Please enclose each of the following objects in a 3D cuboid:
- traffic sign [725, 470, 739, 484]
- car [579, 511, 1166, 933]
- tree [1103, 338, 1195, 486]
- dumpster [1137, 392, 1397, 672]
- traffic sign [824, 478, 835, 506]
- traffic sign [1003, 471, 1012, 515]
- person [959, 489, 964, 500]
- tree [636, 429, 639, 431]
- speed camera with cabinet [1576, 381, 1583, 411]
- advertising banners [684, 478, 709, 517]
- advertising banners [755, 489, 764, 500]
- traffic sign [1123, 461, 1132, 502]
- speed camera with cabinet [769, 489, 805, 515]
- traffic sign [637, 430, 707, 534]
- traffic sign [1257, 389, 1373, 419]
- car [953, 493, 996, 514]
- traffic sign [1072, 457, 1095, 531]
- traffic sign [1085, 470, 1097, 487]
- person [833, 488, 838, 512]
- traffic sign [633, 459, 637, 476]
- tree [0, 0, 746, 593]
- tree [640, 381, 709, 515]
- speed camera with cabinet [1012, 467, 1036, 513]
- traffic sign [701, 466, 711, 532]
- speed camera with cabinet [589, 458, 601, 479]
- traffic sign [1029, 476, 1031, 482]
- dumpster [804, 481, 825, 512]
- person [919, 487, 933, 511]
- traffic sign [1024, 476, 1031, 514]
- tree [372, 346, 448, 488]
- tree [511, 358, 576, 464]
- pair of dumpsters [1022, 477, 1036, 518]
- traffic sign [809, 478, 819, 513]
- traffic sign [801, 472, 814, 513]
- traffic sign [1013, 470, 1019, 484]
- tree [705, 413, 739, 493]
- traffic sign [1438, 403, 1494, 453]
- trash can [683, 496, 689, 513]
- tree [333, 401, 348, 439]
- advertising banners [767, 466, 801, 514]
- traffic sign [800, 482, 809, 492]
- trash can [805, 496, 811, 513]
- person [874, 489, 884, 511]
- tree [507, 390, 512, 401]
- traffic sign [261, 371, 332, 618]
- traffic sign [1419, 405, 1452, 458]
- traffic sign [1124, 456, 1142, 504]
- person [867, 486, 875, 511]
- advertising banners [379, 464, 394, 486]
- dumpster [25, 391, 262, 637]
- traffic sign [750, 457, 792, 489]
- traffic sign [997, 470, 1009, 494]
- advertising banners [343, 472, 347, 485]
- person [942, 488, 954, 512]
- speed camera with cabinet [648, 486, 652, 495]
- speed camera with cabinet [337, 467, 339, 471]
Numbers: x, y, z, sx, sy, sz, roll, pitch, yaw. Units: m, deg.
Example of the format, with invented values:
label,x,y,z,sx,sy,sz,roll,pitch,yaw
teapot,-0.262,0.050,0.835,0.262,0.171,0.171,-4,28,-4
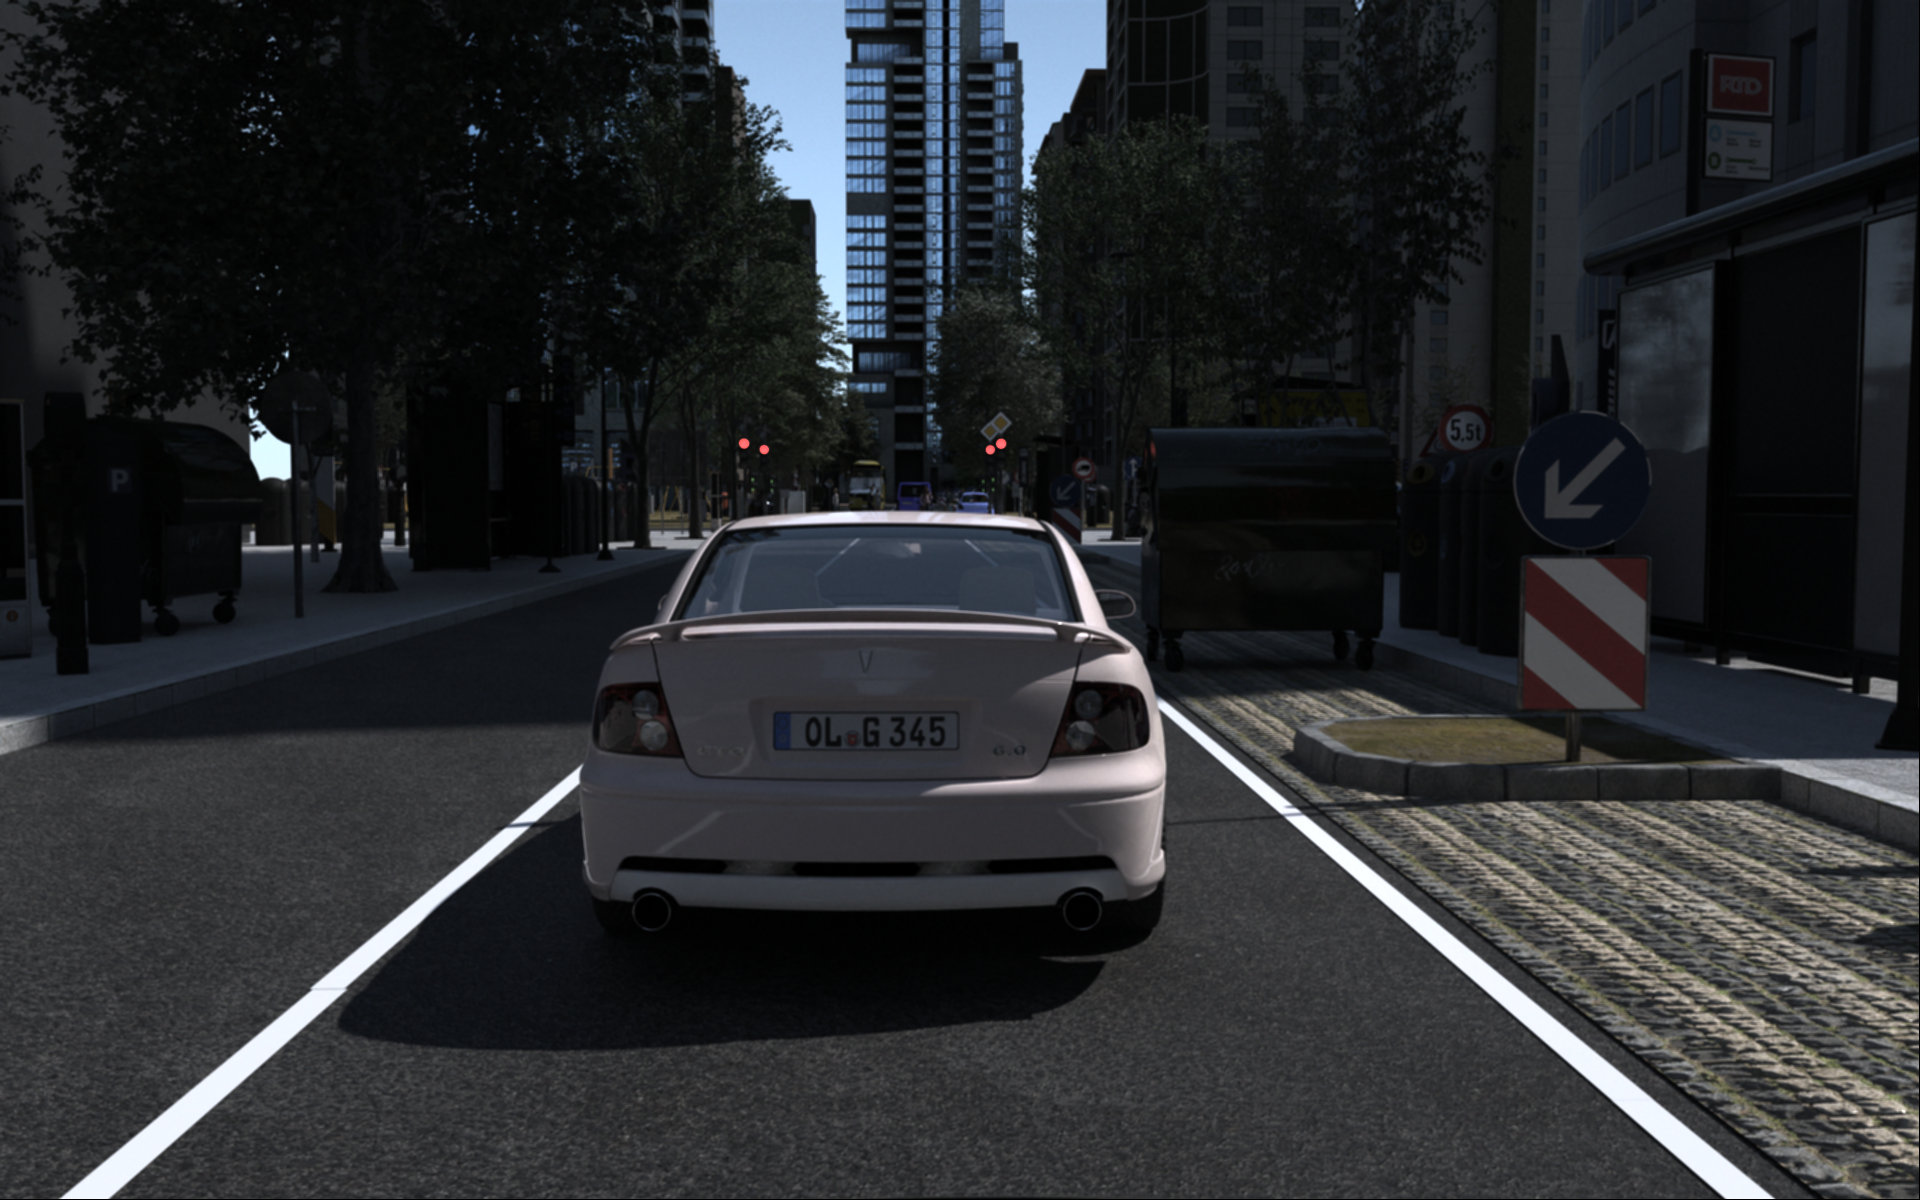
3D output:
label,x,y,z,sx,sy,sz,roll,pitch,yaw
traffic sign,-12.000,-5.574,91.234,0.768,2.556,0.104,0,4,4
car,-0.271,0.325,7.043,2.083,1.381,4.827,0,4,0
tree,8.863,-7.973,80.726,4.360,8.622,3.978,0,3,0
dumpster,2.473,-0.573,14.324,1.985,2.255,1.502,0,4,-2
traffic sign,-9.270,-7.472,123.345,0.795,2.450,0.064,0,4,4
traffic sign,2.429,-5.736,93.887,0.768,2.556,0.104,0,4,6
person,0.212,-6.601,116.849,0.576,1.772,0.534,0,4,-5
tree,-22.252,-10.974,129.790,4.360,8.622,3.978,0,3,0
speed camera with cabinet,11.584,-2.207,30.417,2.038,3.252,0.660,1,4,23
advertising banners,-13.735,-5.858,91.974,2.074,3.025,0.090,0,4,-3
advertising banners,-14.656,-8.122,128.974,2.074,3.025,0.090,0,4,8
traffic sign,6.317,-4.026,65.923,0.768,2.556,0.104,0,4,5
speed camera with cabinet,-10.026,-6.482,100.314,2.038,3.252,0.660,0,4,2
traffic sign,-9.144,-3.738,54.987,2.265,3.308,0.079,0,4,5
traffic sign,6.881,-2.437,33.719,2.265,3.308,0.079,0,4,-1
car,0.656,-4.210,78.423,1.945,1.707,3.694,0,4,-1
traffic sign,4.227,-3.623,59.338,0.768,2.556,0.104,0,4,1
traffic sign,5.929,-4.886,79.996,0.768,2.556,0.104,0,4,7
person,-6.366,-4.948,90.066,0.598,1.740,0.731,-2,4,-24
traffic sign,-10.609,-3.547,58.099,0.768,2.556,0.104,0,4,8
tree,-7.891,-6.460,22.634,9.611,12.733,9.660,0,3,0
tree,-17.558,-9.650,108.136,4.360,8.622,3.978,0,3,0
speed camera with cabinet,4.669,-7.708,120.358,2.038,3.252,0.660,1,4,16
traffic sign,-8.765,-3.592,58.732,0.884,2.594,0.081,0,4,-1
speed camera with cabinet,-20.426,-6.181,95.396,0.660,3.252,2.038,1,4,17
traffic sign,4.848,-7.293,119.339,0.768,2.556,0.104,0,4,7
dumpster,-10.514,-7.501,125.130,1.502,2.255,1.985,0,4,-2
person,-1.532,-3.967,73.947,0.593,1.750,0.643,-2,4,-33
traffic sign,4.129,-6.762,110.657,0.768,2.556,0.104,0,4,5
tree,-21.284,-7.267,69.172,4.360,8.622,3.978,0,3,0
tree,-21.656,-8.446,88.448,4.737,8.622,4.395,0,3,0
pair of dumpsters,4.256,-5.619,94.371,1.574,2.255,4.437,0,4,-2
traffic sign,-9.234,-6.590,107.747,0.884,2.594,0.081,0,4,0
traffic sign,-8.746,-6.061,99.208,0.768,2.556,0.104,0,4,3
traffic sign,3.085,-5.388,88.199,0.768,2.556,0.104,0,4,0
tree,-18.837,-11.440,137.403,4.737,8.622,4.395,0,3,0
traffic sign,7.093,-1.484,24.378,0.768,2.556,0.104,0,4,5
trash can,-18.292,-6.305,114.737,0.748,1.137,0.748,0,3,0
tree,-30.212,-8.547,90.113,4.360,8.622,3.978,0,3,0
advertising banners,-10.869,-6.783,107.094,2.074,3.025,0.090,0,4,6
traffic sign,-11.458,-7.810,127.693,0.884,2.594,0.081,0,4,3
trash can,-11.870,-7.359,131.967,0.748,1.137,0.748,0,3,0
person,-5.752,-7.011,123.495,0.716,1.782,0.532,0,4,1
tree,-26.738,-8.976,97.117,4.360,8.622,3.978,0,3,0
traffic sign,-6.856,-1.088,17.894,0.768,2.556,0.104,0,4,6
traffic sign,7.125,-1.546,25.279,0.884,2.594,0.081,0,4,1
traffic sign,5.863,-3.544,58.046,0.768,2.556,0.104,0,4,6
person,-4.752,-5.223,93.672,0.755,1.850,0.659,2,4,30
advertising banners,-33.868,-6.508,102.596,0.090,3.025,2.074,1,4,11
dumpster,-7.671,-0.844,16.296,1.502,2.255,1.985,0,4,-2
traffic sign,-10.263,-6.135,94.176,2.265,3.308,0.079,0,4,1
traffic sign,2.237,-5.622,92.029,0.768,2.556,0.104,0,4,4
advertising banners,-49.859,-8.702,138.471,2.074,3.025,0.090,-1,4,-22
person,-0.777,-6.173,109.410,0.713,1.824,0.794,1,4,23
speed camera with cabinet,-25.216,-8.895,139.769,0.660,3.252,2.038,-1,4,-11
speed camera with cabinet,-45.307,-7.945,124.232,2.038,3.252,0.660,-1,4,-19
